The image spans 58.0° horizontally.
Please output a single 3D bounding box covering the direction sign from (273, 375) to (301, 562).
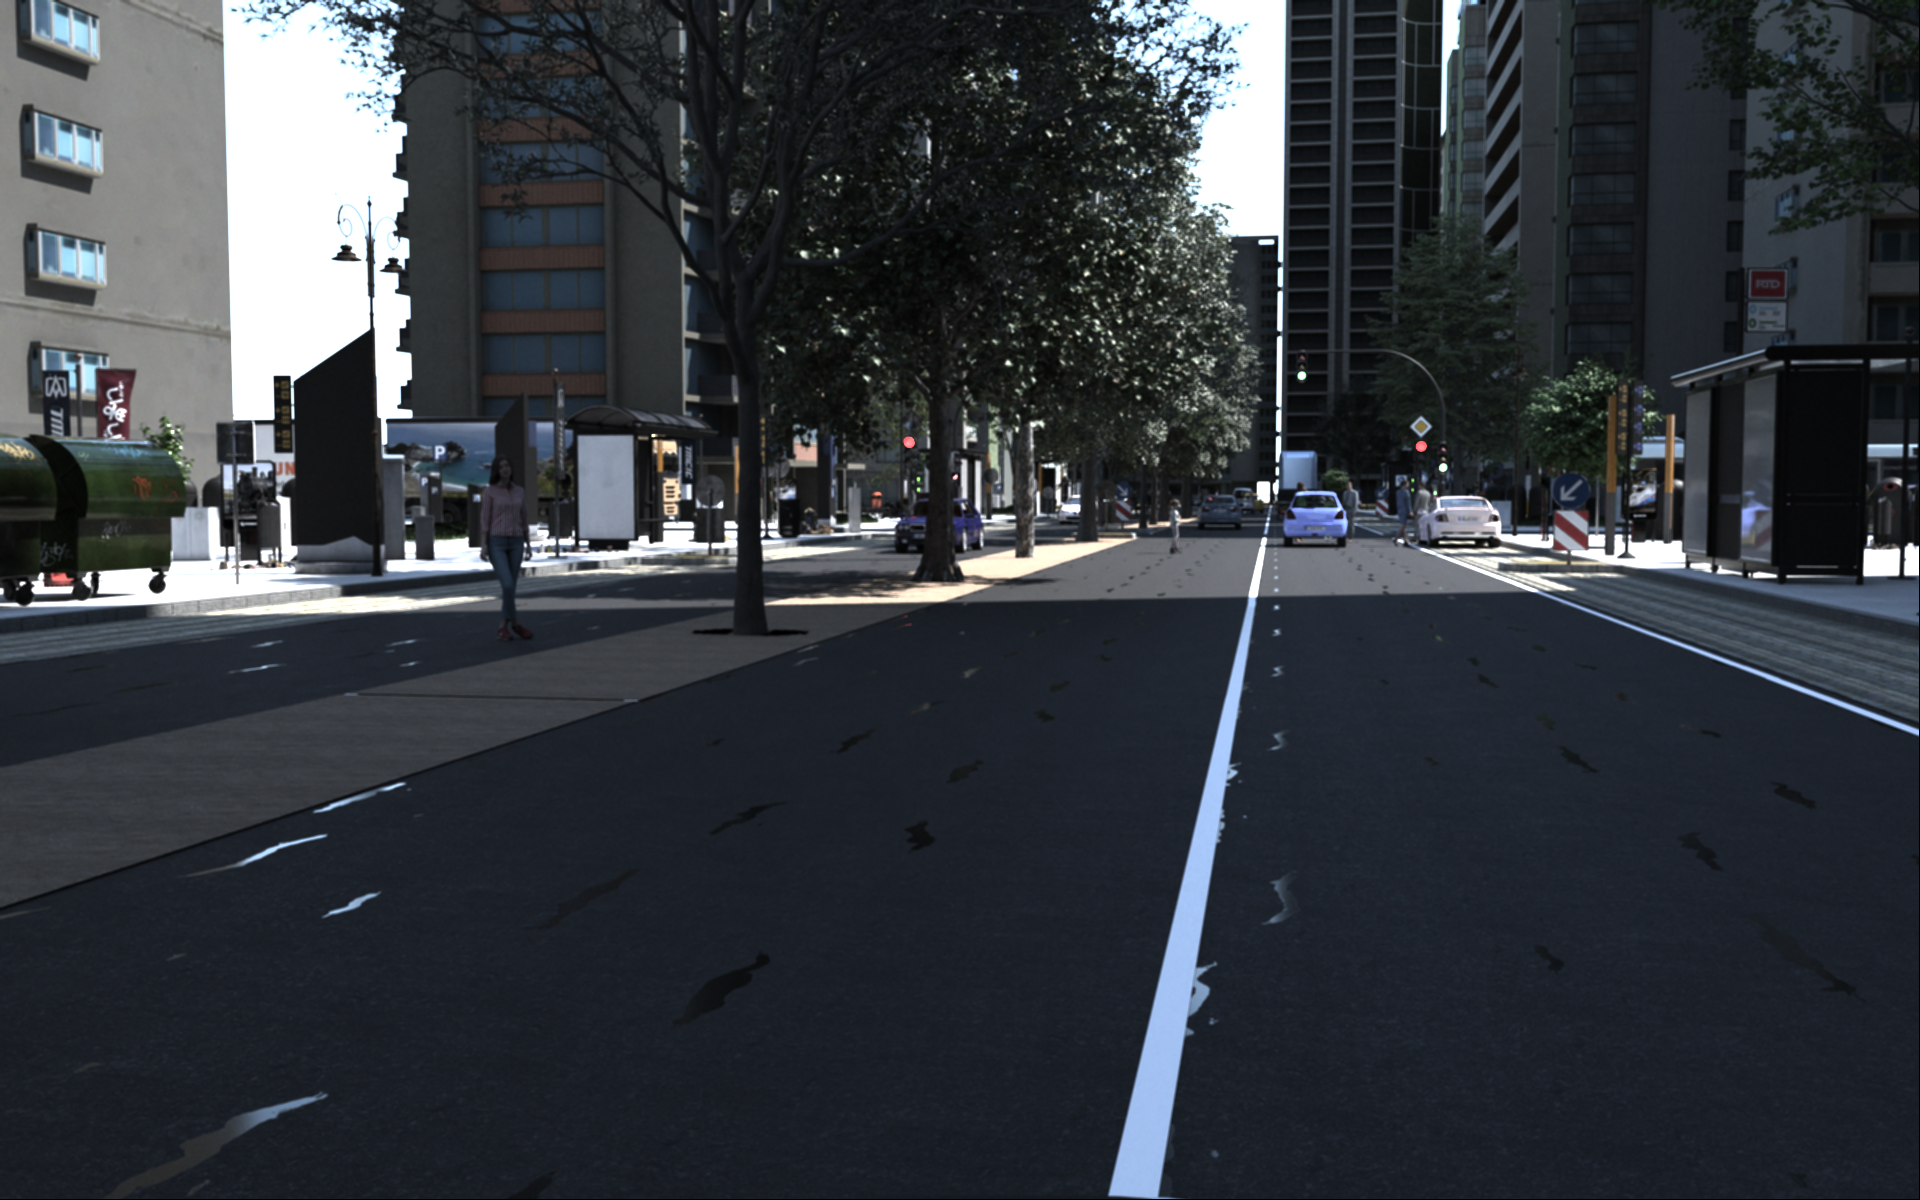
[{"bbox_3d":[-12.600,-2.506,32.969,0.876,3.537,0.379,0,4,1],"label":"direction sign"}]

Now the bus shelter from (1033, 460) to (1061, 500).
[{"bbox_3d":[5.754,-7.861,119.813,1.731,3.624,6.357,1,4,10],"label":"bus shelter"}]

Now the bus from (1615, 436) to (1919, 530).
[{"bbox_3d":[28.010,-3.690,55.186,13.247,3.499,2.948,1,4,11],"label":"bus"}]

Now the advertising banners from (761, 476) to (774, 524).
[{"bbox_3d":[-8.302,-4.755,73.936,0.090,3.025,2.074,1,4,12],"label":"advertising banners"}]

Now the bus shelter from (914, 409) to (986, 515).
[{"bbox_3d":[-0.573,-6.304,80.705,2.179,5.291,8.768,1,4,10],"label":"bus shelter"}]

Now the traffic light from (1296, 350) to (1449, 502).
[{"bbox_3d":[12.972,-4.878,54.425,4.771,5.953,1.251,1,4,10],"label":"traffic light"}]

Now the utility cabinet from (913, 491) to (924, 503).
[{"bbox_3d":[-2.590,-6.540,115.606,1.173,1.500,0.318,2,4,29],"label":"utility cabinet"}]

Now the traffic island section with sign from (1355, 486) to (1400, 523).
[{"bbox_3d":[20.895,-4.756,86.388,1.989,1.847,2.006,1,4,10],"label":"traffic island section with sign"}]

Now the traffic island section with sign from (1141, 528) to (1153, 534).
[{"bbox_3d":[6.041,-3.399,63.702,2.006,1.907,1.989,1,4,10],"label":"traffic island section with sign"}]

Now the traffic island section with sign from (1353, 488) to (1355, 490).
[{"bbox_3d":[25.705,-6.378,112.912,1.989,1.847,2.006,1,4,10],"label":"traffic island section with sign"}]

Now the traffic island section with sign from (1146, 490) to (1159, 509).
[{"bbox_3d":[18.351,-9.617,165.870,1.989,1.847,2.006,1,4,10],"label":"traffic island section with sign"}]

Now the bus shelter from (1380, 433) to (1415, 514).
[{"bbox_3d":[28.357,-8.220,112.028,2.179,5.291,8.768,1,4,10],"label":"bus shelter"}]

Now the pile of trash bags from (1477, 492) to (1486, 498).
[{"bbox_3d":[22.388,-3.999,75.136,1.912,1.369,3.447,0,4,5],"label":"pile of trash bags"}]

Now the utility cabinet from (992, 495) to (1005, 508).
[{"bbox_3d":[2.922,-7.157,128.182,0.306,1.237,1.020,2,4,35],"label":"utility cabinet"}]

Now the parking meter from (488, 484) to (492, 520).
[{"bbox_3d":[-11.654,-2.129,43.219,0.372,1.533,0.369,0,3,0],"label":"parking meter"}]

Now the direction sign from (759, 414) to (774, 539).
[{"bbox_3d":[-5.521,-3.514,49.455,0.379,3.537,0.876,1,4,20],"label":"direction sign"}]

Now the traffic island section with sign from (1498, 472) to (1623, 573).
[{"bbox_3d":[11.092,-1.438,32.143,1.989,1.847,2.006,1,4,10],"label":"traffic island section with sign"}]

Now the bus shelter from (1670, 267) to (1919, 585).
[{"bbox_3d":[13.167,-3.110,28.487,2.179,5.291,8.768,1,4,10],"label":"bus shelter"}]

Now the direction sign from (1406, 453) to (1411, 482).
[{"bbox_3d":[24.739,-6.337,95.599,0.379,3.537,0.876,2,4,26],"label":"direction sign"}]

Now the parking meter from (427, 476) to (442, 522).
[{"bbox_3d":[-16.738,-3.026,55.187,0.399,1.863,0.255,-2,4,-26],"label":"parking meter"}]

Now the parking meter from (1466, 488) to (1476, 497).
[{"bbox_3d":[23.304,-4.326,79.135,0.372,1.533,0.369,0,3,0],"label":"parking meter"}]

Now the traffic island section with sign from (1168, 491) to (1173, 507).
[{"bbox_3d":[23.225,-11.265,192.818,1.989,1.847,2.006,1,4,10],"label":"traffic island section with sign"}]

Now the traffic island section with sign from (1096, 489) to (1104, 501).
[{"bbox_3d":[9.384,-6.587,116.331,1.989,1.847,2.006,1,4,10],"label":"traffic island section with sign"}]

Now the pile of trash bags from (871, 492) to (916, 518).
[{"bbox_3d":[-3.496,-5.112,93.326,1.912,1.369,3.447,3,5,41],"label":"pile of trash bags"}]

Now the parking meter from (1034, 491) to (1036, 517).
[{"bbox_3d":[4.186,-5.549,99.143,0.372,1.533,0.369,0,3,0],"label":"parking meter"}]

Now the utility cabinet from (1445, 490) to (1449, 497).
[{"bbox_3d":[26.622,-5.269,94.830,0.318,1.500,1.173,-1,4,-20],"label":"utility cabinet"}]

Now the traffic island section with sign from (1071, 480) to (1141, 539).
[{"bbox_3d":[4.713,-2.953,56.415,2.006,1.907,1.989,1,4,10],"label":"traffic island section with sign"}]

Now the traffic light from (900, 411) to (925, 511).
[{"bbox_3d":[-1.598,-4.175,57.179,0.839,4.253,0.868,1,4,10],"label":"traffic light"}]

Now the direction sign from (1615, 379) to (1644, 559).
[{"bbox_3d":[13.268,-2.592,34.375,0.876,3.537,0.379,-3,4,-36],"label":"direction sign"}]

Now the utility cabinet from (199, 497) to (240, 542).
[{"bbox_3d":[-19.679,-2.139,46.128,1.020,1.237,0.306,0,4,2],"label":"utility cabinet"}]

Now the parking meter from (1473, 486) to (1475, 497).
[{"bbox_3d":[33.439,-6.520,112.320,0.255,1.863,0.399,-2,4,-32],"label":"parking meter"}]

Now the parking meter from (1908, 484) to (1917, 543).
[{"bbox_3d":[24.996,-2.279,45.669,0.372,1.533,0.369,0,3,0],"label":"parking meter"}]

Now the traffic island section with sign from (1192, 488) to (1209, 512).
[{"bbox_3d":[19.413,-7.921,137.646,2.006,1.907,1.989,1,4,10],"label":"traffic island section with sign"}]

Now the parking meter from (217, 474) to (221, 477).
[{"bbox_3d":[-21.704,-2.768,50.974,0.255,1.863,0.399,-1,4,-8],"label":"parking meter"}]

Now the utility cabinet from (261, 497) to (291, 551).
[{"bbox_3d":[-15.579,-1.729,39.438,0.306,1.237,1.020,0,4,1],"label":"utility cabinet"}]

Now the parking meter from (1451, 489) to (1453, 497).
[{"bbox_3d":[24.588,-4.748,86.033,0.372,1.533,0.369,0,3,0],"label":"parking meter"}]

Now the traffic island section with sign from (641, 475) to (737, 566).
[{"bbox_3d":[-5.249,-1.640,35.440,1.989,1.847,2.006,1,4,10],"label":"traffic island section with sign"}]

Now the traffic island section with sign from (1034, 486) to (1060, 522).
[{"bbox_3d":[4.583,-4.965,89.805,1.989,1.847,2.006,1,4,10],"label":"traffic island section with sign"}]

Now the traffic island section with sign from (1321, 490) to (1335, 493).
[{"bbox_3d":[34.650,-9.398,162.290,1.989,1.847,2.006,1,4,10],"label":"traffic island section with sign"}]

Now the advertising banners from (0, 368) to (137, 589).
[{"bbox_3d":[-12.396,-1.688,23.787,2.074,3.025,0.090,-3,4,-36],"label":"advertising banners"}]

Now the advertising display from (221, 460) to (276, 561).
[{"bbox_3d":[-13.630,-1.713,33.218,0.974,1.923,0.123,-1,4,-14],"label":"advertising display"}]

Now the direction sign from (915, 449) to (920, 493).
[{"bbox_3d":[-2.191,-5.875,88.053,0.379,3.537,0.876,-1,4,-22],"label":"direction sign"}]

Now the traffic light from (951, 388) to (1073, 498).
[{"bbox_3d":[1.898,-5.507,64.699,4.771,5.953,1.251,1,4,10],"label":"traffic light"}]

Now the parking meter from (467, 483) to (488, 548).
[{"bbox_3d":[-11.536,-2.010,41.274,0.372,1.533,0.369,0,3,0],"label":"parking meter"}]

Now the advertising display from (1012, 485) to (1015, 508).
[{"bbox_3d":[4.058,-7.218,123.230,0.123,1.923,0.974,-2,4,-33],"label":"advertising display"}]

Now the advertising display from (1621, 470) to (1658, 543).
[{"bbox_3d":[17.868,-2.468,45.570,0.974,1.923,0.123,-1,4,-10],"label":"advertising display"}]

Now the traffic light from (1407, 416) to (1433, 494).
[{"bbox_3d":[16.469,-4.473,62.052,0.839,4.253,0.868,1,4,10],"label":"traffic light"}]

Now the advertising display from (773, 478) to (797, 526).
[{"bbox_3d":[-6.932,-3.885,68.736,0.974,1.923,0.123,1,4,12],"label":"advertising display"}]

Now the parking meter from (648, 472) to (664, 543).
[{"bbox_3d":[-8.058,-2.454,45.828,0.399,1.863,0.255,3,4,36],"label":"parking meter"}]

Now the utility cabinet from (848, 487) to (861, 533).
[{"bbox_3d":[-3.451,-2.946,56.841,0.318,1.500,1.173,-1,4,-10],"label":"utility cabinet"}]

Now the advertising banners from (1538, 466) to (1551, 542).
[{"bbox_3d":[15.968,-3.130,47.371,0.090,3.025,2.074,1,4,11],"label":"advertising banners"}]

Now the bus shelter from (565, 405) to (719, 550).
[{"bbox_3d":[-7.662,-2.937,41.944,2.014,3.302,5.546,1,4,10],"label":"bus shelter"}]
